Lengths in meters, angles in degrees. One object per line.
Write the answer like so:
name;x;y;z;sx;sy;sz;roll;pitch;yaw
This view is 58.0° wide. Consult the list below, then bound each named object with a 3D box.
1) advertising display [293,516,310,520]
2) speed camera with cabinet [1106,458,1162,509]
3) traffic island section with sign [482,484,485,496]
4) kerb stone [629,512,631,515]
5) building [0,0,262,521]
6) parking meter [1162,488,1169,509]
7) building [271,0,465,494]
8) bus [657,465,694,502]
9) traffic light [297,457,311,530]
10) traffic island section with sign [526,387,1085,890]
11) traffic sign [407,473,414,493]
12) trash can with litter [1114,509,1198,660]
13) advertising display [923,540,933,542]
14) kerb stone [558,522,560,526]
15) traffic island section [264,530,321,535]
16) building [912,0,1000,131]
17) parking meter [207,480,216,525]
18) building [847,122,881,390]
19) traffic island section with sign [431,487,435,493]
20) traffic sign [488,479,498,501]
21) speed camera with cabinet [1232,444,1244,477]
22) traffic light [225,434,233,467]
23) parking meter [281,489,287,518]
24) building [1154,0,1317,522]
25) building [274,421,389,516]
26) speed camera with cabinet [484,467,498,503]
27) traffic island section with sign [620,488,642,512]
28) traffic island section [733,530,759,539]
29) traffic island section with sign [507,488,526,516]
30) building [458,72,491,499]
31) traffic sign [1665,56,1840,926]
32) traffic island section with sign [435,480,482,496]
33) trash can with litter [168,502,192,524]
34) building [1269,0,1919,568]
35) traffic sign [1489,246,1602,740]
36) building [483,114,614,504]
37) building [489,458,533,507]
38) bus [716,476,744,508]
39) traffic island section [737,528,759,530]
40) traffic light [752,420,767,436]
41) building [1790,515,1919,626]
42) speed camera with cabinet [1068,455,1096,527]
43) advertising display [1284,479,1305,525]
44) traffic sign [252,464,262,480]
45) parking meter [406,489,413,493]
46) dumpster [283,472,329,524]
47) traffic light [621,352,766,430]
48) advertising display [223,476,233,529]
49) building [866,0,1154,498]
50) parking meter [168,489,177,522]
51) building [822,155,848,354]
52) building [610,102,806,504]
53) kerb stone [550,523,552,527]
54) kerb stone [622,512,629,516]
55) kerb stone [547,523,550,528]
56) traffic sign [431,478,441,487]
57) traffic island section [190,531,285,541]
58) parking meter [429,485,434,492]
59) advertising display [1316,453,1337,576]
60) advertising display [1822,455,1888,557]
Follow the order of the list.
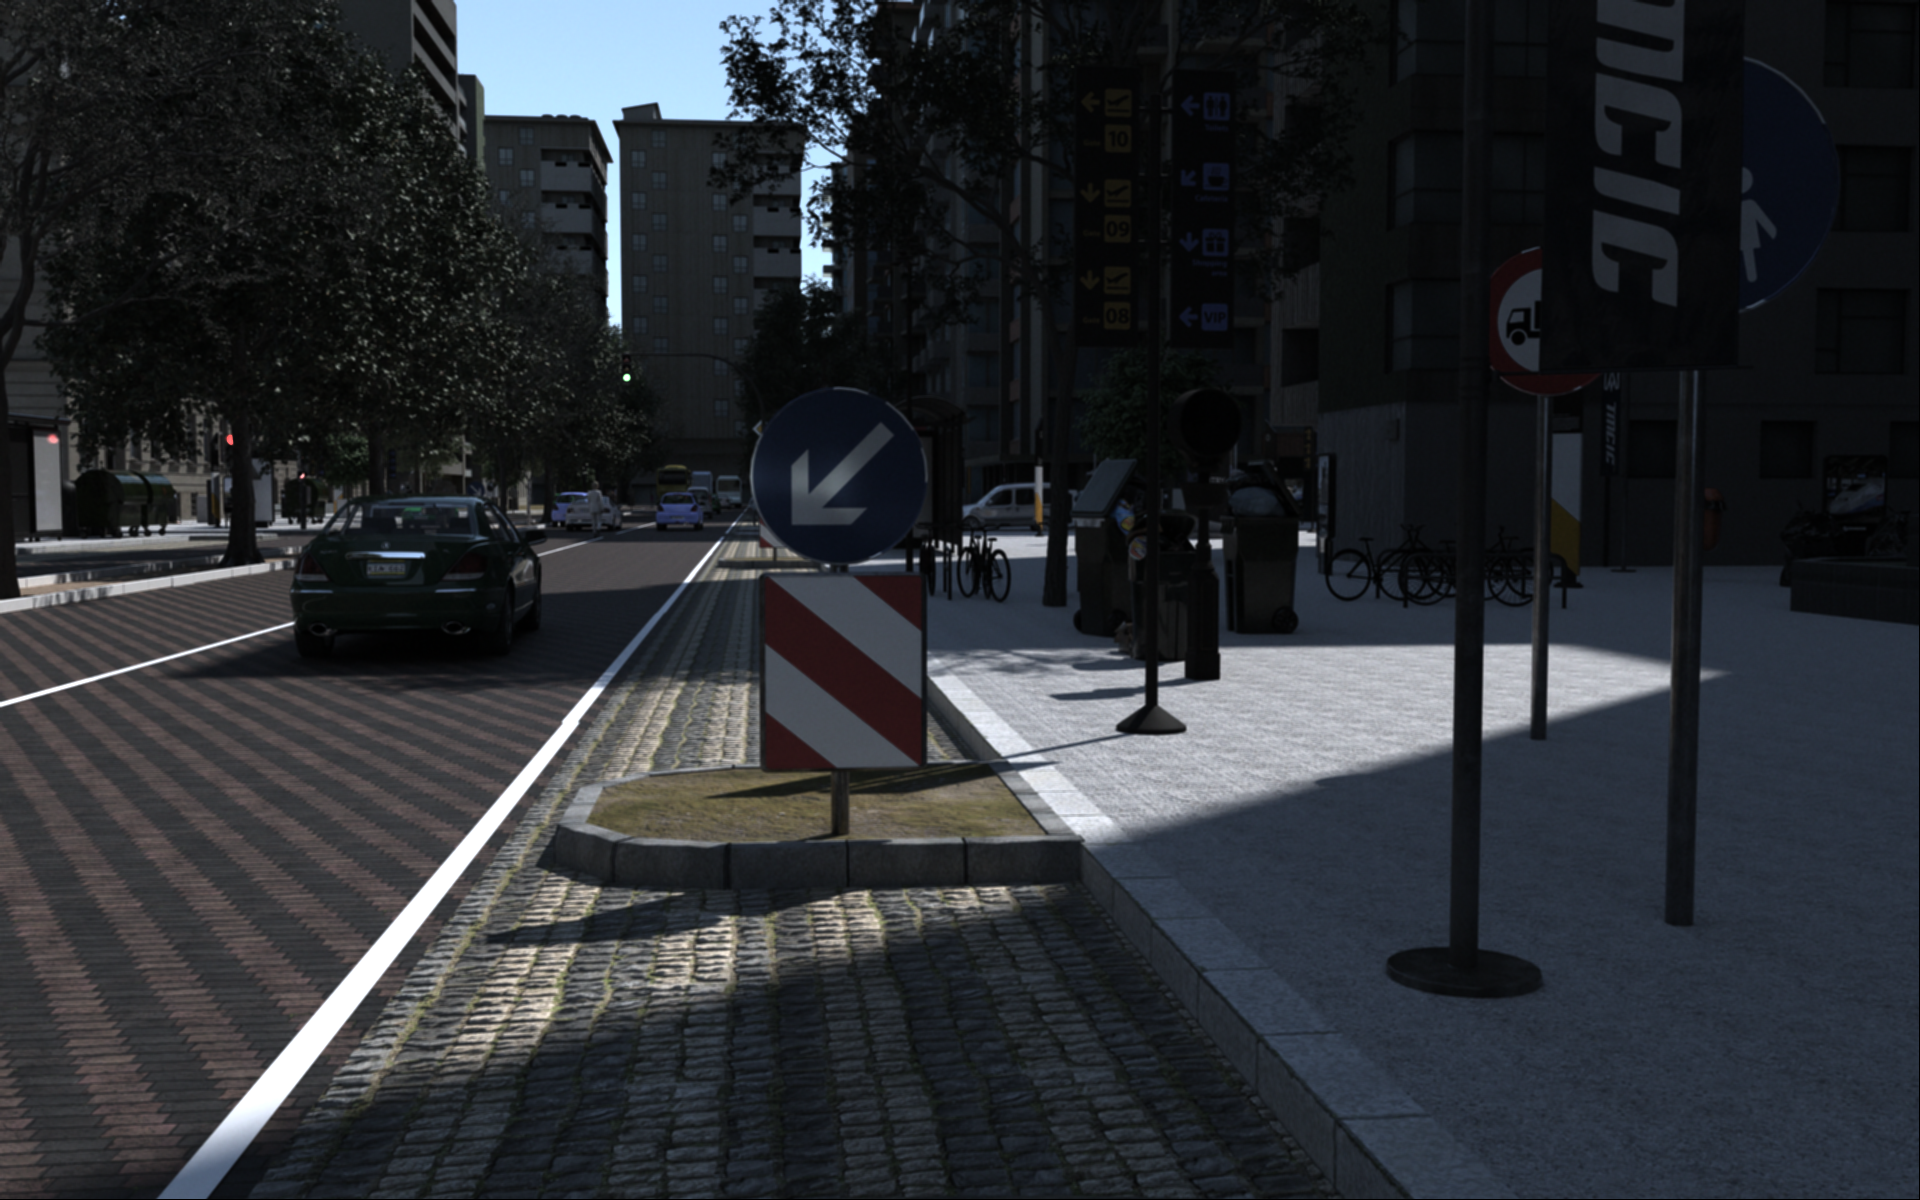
advertising display;-32.551;-4.915;85.577;0.974;1.923;0.123;1;4;14
speed camera with cabinet;4.153;-2.884;41.482;0.660;3.252;2.038;2;4;32
traffic island section with sign;-17.465;-3.349;62.898;2.006;1.907;1.989;0;4;-7
kerb stone;-22.983;-5.945;119.409;0.120;0.150;1.000;0;4;-7
building;-44.782;-15.248;82.581;16.112;22.955;30.059;0;4;-7
parking meter;8.663;-3.973;73.370;0.372;1.533;0.369;0;3;0
building;-54.511;-31.877;144.898;21.300;48.544;21.600;0;4;-7
bus;-24.298;-9.541;147.548;2.896;3.916;12.252;0;4;-7
traffic light;-21.607;-5.382;62.666;4.771;5.953;1.251;0;4;-7
traffic island section with sign;-0.636;0.088;7.196;1.989;1.847;2.006;0;4;-7
traffic sign;-32.853;-6.367;104.201;0.768;2.556;0.104;0;4;-4
trash can with litter;1.465;-0.138;13.648;0.624;1.170;1.055;-1;4;-14
advertising display;-0.866;-2.493;45.979;0.123;1.923;0.974;-2;4;-33
kerb stone;-18.124;-3.390;77.629;0.120;0.150;1.000;0;4;-7
traffic island section;-23.716;-2.461;62.521;2.009;0.180;2.903;0;4;-7
building;8.289;-30.959;125.787;23.786;49.044;30.456;0;4;-7
parking meter;-30.750;-4.009;71.258;0.255;1.863;0.399;1;4;15
building;-5.783;-33.698;201.068;14.600;45.320;14.200;0;4;-7
traffic island section with sign;-26.238;-4.793;86.998;1.989;1.847;2.006;0;4;-7
traffic sign;-32.596;-7.333;121.075;0.795;2.450;0.064;0;4;1
speed camera with cabinet;11.131;-4.378;65.919;2.038;3.252;0.660;0;4;-1
traffic light;-22.754;-4.008;54.459;0.839;4.253;0.868;0;4;-7
parking meter;-36.213;-5.167;92.890;0.372;1.533;0.369;0;3;0
building;14.818;-26.389;86.079;28.867;44.769;22.147;0;4;-7
building;-47.393;-18.156;115.943;14.460;24.649;34.723;0;4;-7
speed camera with cabinet;-34.465;-8.007;125.250;2.038;3.252;0.660;1;4;12
traffic island section with sign;-26.144;-7.914;137.536;2.006;1.907;1.989;0;4;-7
traffic island section;-6.363;-2.092;56.486;2.009;0.180;2.903;0;4;-7
traffic island section with sign;-29.345;-6.431;113.778;1.989;1.847;2.006;0;4;-7
building;-52.779;-29.337;163.250;14.154;41.232;14.086;0;4;-7
traffic sign;2.151;-0.305;5.101;0.768;2.556;0.104;0;4;2
traffic island section with sign;-16.620;-2.899;55.539;2.006;1.907;1.989;0;4;-7
trash can with litter;-34.295;-3.863;74.219;2.233;1.210;1.678;0;4;-2
building;13.910;-16.219;36.876;14.160;30.474;14.107;0;4;-7
traffic sign;3.029;-0.544;8.993;0.768;2.556;0.104;0;3;0
building;-60.578;-39.779;239.622;27.495;52.752;28.713;0;4;-7
building;-63.279;-21.039;189.020;28.899;21.520;27.650;0;4;-7
bus;-24.359;-11.511;183.063;2.948;3.499;13.247;0;4;-7
traffic island section;-7.284;-2.577;64.418;2.009;0.180;2.903;0;4;-7
traffic light;-7.325;-4.610;64.299;0.839;4.253;0.868;0;4;-7
building;19.946;-28.466;7.418;21.231;58.520;28.212;0;4;-7
speed camera with cabinet;4.633;-4.507;68.030;2.038;3.252;0.660;0;4;-2
advertising display;14.014;-4.125;72.650;0.974;1.923;0.123;3;5;45
traffic sign;-26.543;-3.957;64.706;0.884;2.594;0.081;0;4;-6
parking meter;-30.432;-5.340;95.713;0.372;1.533;0.369;0;3;0
dumpster;-27.997;-4.380;74.103;1.502;2.255;1.985;0;4;-7
traffic light;-8.472;-4.974;55.986;4.771;5.953;1.251;0;4;-7
advertising display;-26.548;-3.572;63.620;0.974;1.923;0.123;0;4;-1
building;2.985;-30.648;155.726;22.147;44.769;28.867;0;4;-7
parking meter;-35.214;-4.221;77.431;0.372;1.533;0.369;0;3;0
building;-4.115;-38.155;243.445;30.456;49.044;23.786;0;4;-7
building;-33.237;-39.957;242.528;27.495;52.752;28.713;0;4;-7
kerb stone;-17.769;-3.204;74.579;0.120;0.150;1.000;0;4;-7
kerb stone;-22.867;-5.883;118.383;0.120;0.150;1.000;0;4;-7
kerb stone;-17.663;-3.142;73.562;0.120;0.150;1.000;0;4;-7
traffic sign;-32.800;-6.507;108.511;0.606;2.300;0.079;0;4;-3
traffic island section;-22.795;-1.976;54.589;2.009;0.180;2.903;0;4;-7
parking meter;-33.966;-6.461;111.347;0.255;1.863;0.399;-2;4;-35
advertising display;5.845;-1.373;27.659;0.123;1.923;0.974;0;4;1
advertising display;14.759;-1.430;28.598;0.974;1.923;0.123;0;4;8
